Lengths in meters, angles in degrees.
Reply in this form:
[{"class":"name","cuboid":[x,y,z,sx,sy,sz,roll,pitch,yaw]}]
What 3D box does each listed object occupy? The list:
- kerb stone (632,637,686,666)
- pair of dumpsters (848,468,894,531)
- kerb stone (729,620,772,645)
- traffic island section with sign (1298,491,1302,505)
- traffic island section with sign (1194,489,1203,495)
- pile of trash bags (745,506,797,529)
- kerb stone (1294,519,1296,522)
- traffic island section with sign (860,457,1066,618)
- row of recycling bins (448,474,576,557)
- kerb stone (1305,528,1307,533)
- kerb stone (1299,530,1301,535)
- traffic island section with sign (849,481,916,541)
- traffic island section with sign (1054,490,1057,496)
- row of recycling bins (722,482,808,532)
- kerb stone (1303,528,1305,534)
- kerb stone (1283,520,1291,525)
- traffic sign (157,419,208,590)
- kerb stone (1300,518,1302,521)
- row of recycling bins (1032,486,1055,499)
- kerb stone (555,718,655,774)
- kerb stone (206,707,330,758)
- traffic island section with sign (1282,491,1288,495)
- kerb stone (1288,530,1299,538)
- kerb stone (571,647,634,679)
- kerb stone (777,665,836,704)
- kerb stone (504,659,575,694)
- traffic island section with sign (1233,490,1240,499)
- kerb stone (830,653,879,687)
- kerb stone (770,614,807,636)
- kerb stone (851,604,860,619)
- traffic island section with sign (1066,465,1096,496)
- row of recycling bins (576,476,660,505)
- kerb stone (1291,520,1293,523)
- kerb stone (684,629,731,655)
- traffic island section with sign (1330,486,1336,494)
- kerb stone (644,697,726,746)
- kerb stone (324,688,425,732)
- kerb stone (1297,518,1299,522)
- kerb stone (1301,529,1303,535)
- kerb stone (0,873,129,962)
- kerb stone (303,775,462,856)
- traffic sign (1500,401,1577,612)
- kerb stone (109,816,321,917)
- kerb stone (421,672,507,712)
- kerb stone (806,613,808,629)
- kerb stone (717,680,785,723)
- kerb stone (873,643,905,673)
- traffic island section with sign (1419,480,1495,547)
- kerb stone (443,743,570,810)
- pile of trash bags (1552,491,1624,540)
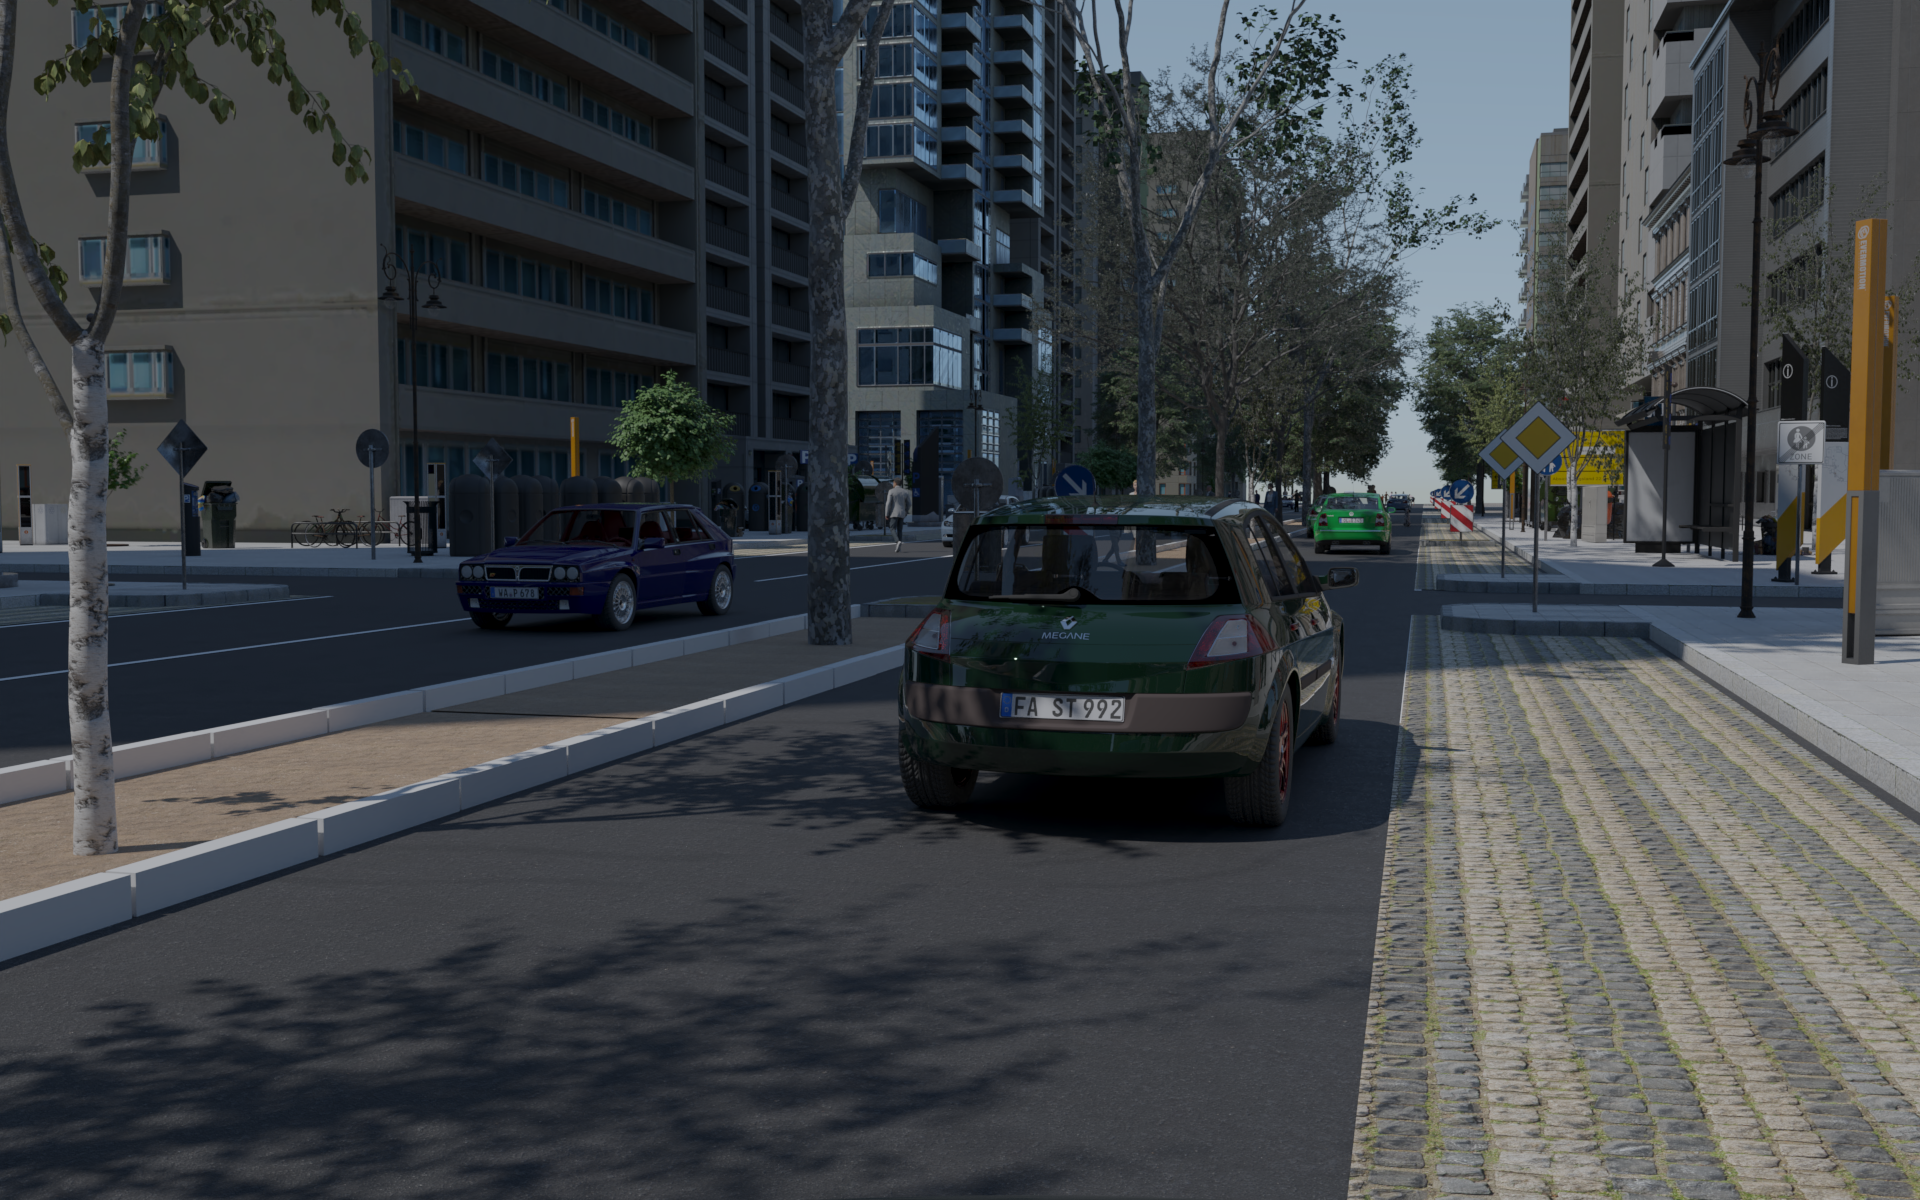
[{"class":"kerb stone","cuboid":[-2.626,0.453,14.797,0.120,0.150,1.000,1,4,15]},{"class":"pair of dumpsters","cuboid":[-3.481,-3.649,62.151,1.574,2.255,4.437,1,4,15]},{"class":"kerb stone","cuboid":[-2.088,0.334,16.777,0.120,0.150,1.000,1,4,15]},{"class":"traffic island section with sign","cuboid":[45.962,-13.748,233.413,1.989,1.847,2.006,1,4,15]},{"class":"traffic island section with sign","cuboid":[17.565,-7.276,127.585,1.989,1.847,2.006,1,4,15]},{"class":"pile of trash bags","cuboid":[-6.849,-3.333,64.246,1.912,1.369,3.447,3,4,38]},{"class":"kerb stone","cuboid":[16.388,-3.879,85.634,0.120,0.150,1.000,1,4,15]},{"class":"traffic island section with sign","cuboid":[0.048,-0.769,20.714,2.006,1.907,1.989,1,4,15]},{"class":"row of recycling bins","cuboid":[-9.637,-1.826,36.971,1.069,1.692,3.534,1,4,18]},{"class":"kerb stone","cuboid":[12.294,-2.452,62.280,0.120,0.150,1.000,1,4,15]},{"class":"kerb stone","cuboid":[11.500,-2.270,59.316,0.120,0.150,1.000,1,4,15]},{"class":"traffic island section with sign","cuboid":[-2.424,-2.721,53.113,1.989,1.847,2.006,1,4,15]},{"class":"traffic island section with sign","cuboid":[4.562,-4.313,79.150,1.989,1.847,2.006,1,4,15]},{"class":"row of recycling bins","cuboid":[-6.551,-3.223,59.814,3.534,1.692,1.069,1,4,14]},{"class":"kerb stone","cuboid":[12.025,-2.391,61.294,0.120,0.150,1.000,1,4,15]},{"class":"kerb stone","cuboid":[15.592,-3.698,82.661,0.120,0.150,1.000,1,4,15]},{"class":"traffic sign","cuboid":[-10.417,-1.197,23.207,0.795,2.450,0.064,1,4,15]},{"class":"kerb stone","cuboid":[17.447,-4.122,89.597,0.120,0.150,1.000,1,4,15]},{"class":"row of recycling bins","cuboid":[4.559,-5.126,90.918,1.069,1.692,3.534,-1,4,-13]},{"class":"kerb stone","cuboid":[-1.927,0.787,9.332,0.120,0.150,1.000,1,4,15]},{"class":"kerb stone","cuboid":[-3.955,0.760,9.843,0.120,0.150,1.000,1,4,15]},{"class":"traffic island section with sign","cuboid":[38.987,-12.156,207.372,1.989,1.847,2.006,1,4,15]},{"class":"kerb stone","cuboid":[11.232,-2.208,58.329,0.120,0.150,1.000,1,4,15]},{"class":"kerb stone","cuboid":[-2.896,0.513,13.806,0.120,0.150,1.000,1,4,15]},{"class":"kerb stone","cuboid":[-1.121,0.606,12.294,0.120,0.150,1.000,1,4,15]},{"class":"kerb stone","cuboid":[-3.159,0.574,12.815,0.120,0.150,1.000,1,4,15]},{"class":"traffic island section with sign","cuboid":[24.555,-8.872,153.681,1.989,1.847,2.006,1,4,15]},{"class":"kerb stone","cuboid":[-0.854,0.545,13.281,0.120,0.150,1.000,1,4,15]},{"class":"kerb stone","cuboid":[-1.828,0.271,17.765,0.120,0.150,1.000,1,4,15]},{"class":"kerb stone","cuboid":[-1.300,0.156,19.749,0.120,0.150,1.000,1,4,15]},{"class":"traffic island section with sign","cuboid":[1.978,-1.207,27.867,2.006,1.907,1.989,1,4,15]},{"class":"row of recycling bins","cuboid":[-8.118,-2.047,40.579,1.069,1.692,3.534,1,4,21]},{"class":"kerb stone","cuboid":[15.853,-3.757,83.649,0.120,0.150,1.000,1,4,15]},{"class":"kerb stone","cuboid":[-2.361,0.395,15.788,0.120,0.150,1.000,1,4,15]},{"class":"traffic island section with sign","cuboid":[21.449,-5.646,100.448,2.006,1.907,1.989,1,4,15]},{"class":"kerb stone","cuboid":[-1.658,0.728,10.319,0.120,0.150,1.000,1,4,15]},{"class":"kerb stone","cuboid":[-3.692,0.697,10.831,0.120,0.150,1.000,1,4,15]},{"class":"kerb stone","cuboid":[16.918,-4.001,87.612,0.120,0.150,1.000,1,4,15]},{"class":"kerb stone","cuboid":[11.762,-2.329,60.307,0.120,0.150,1.000,1,4,15]},{"class":"kerb stone","cuboid":[-2.982,1.029,5.375,0.120,0.150,1.000,1,4,15]},{"class":"kerb stone","cuboid":[-2.447,0.909,7.353,0.120,0.150,1.000,1,4,15]},{"class":"traffic sign","cuboid":[6.235,-0.923,18.734,0.795,2.450,0.064,1,4,15]},{"class":"kerb stone","cuboid":[-2.719,0.968,6.363,0.120,0.150,1.000,1,4,15]},{"class":"kerb stone","cuboid":[-3.421,0.634,11.827,0.120,0.150,1.000,1,4,15]},{"class":"kerb stone","cuboid":[-1.550,0.210,18.757,0.120,0.150,1.000,1,4,15]},{"class":"kerb stone","cuboid":[-1.391,0.666,11.305,0.120,0.150,1.000,1,4,15]},{"class":"kerb stone","cuboid":[-0.599,0.492,14.271,0.120,0.150,1.000,1,4,15]},{"class":"traffic island section with sign","cuboid":[13.744,-2.402,47.897,1.989,1.847,2.006,1,4,15]},{"class":"kerb stone","cuboid":[-2.187,0.847,8.343,0.120,0.150,1.000,1,4,15]},{"class":"pile of trash bags","cuboid":[18.116,-2.424,49.381,1.912,1.369,3.447,1,4,9]}]
